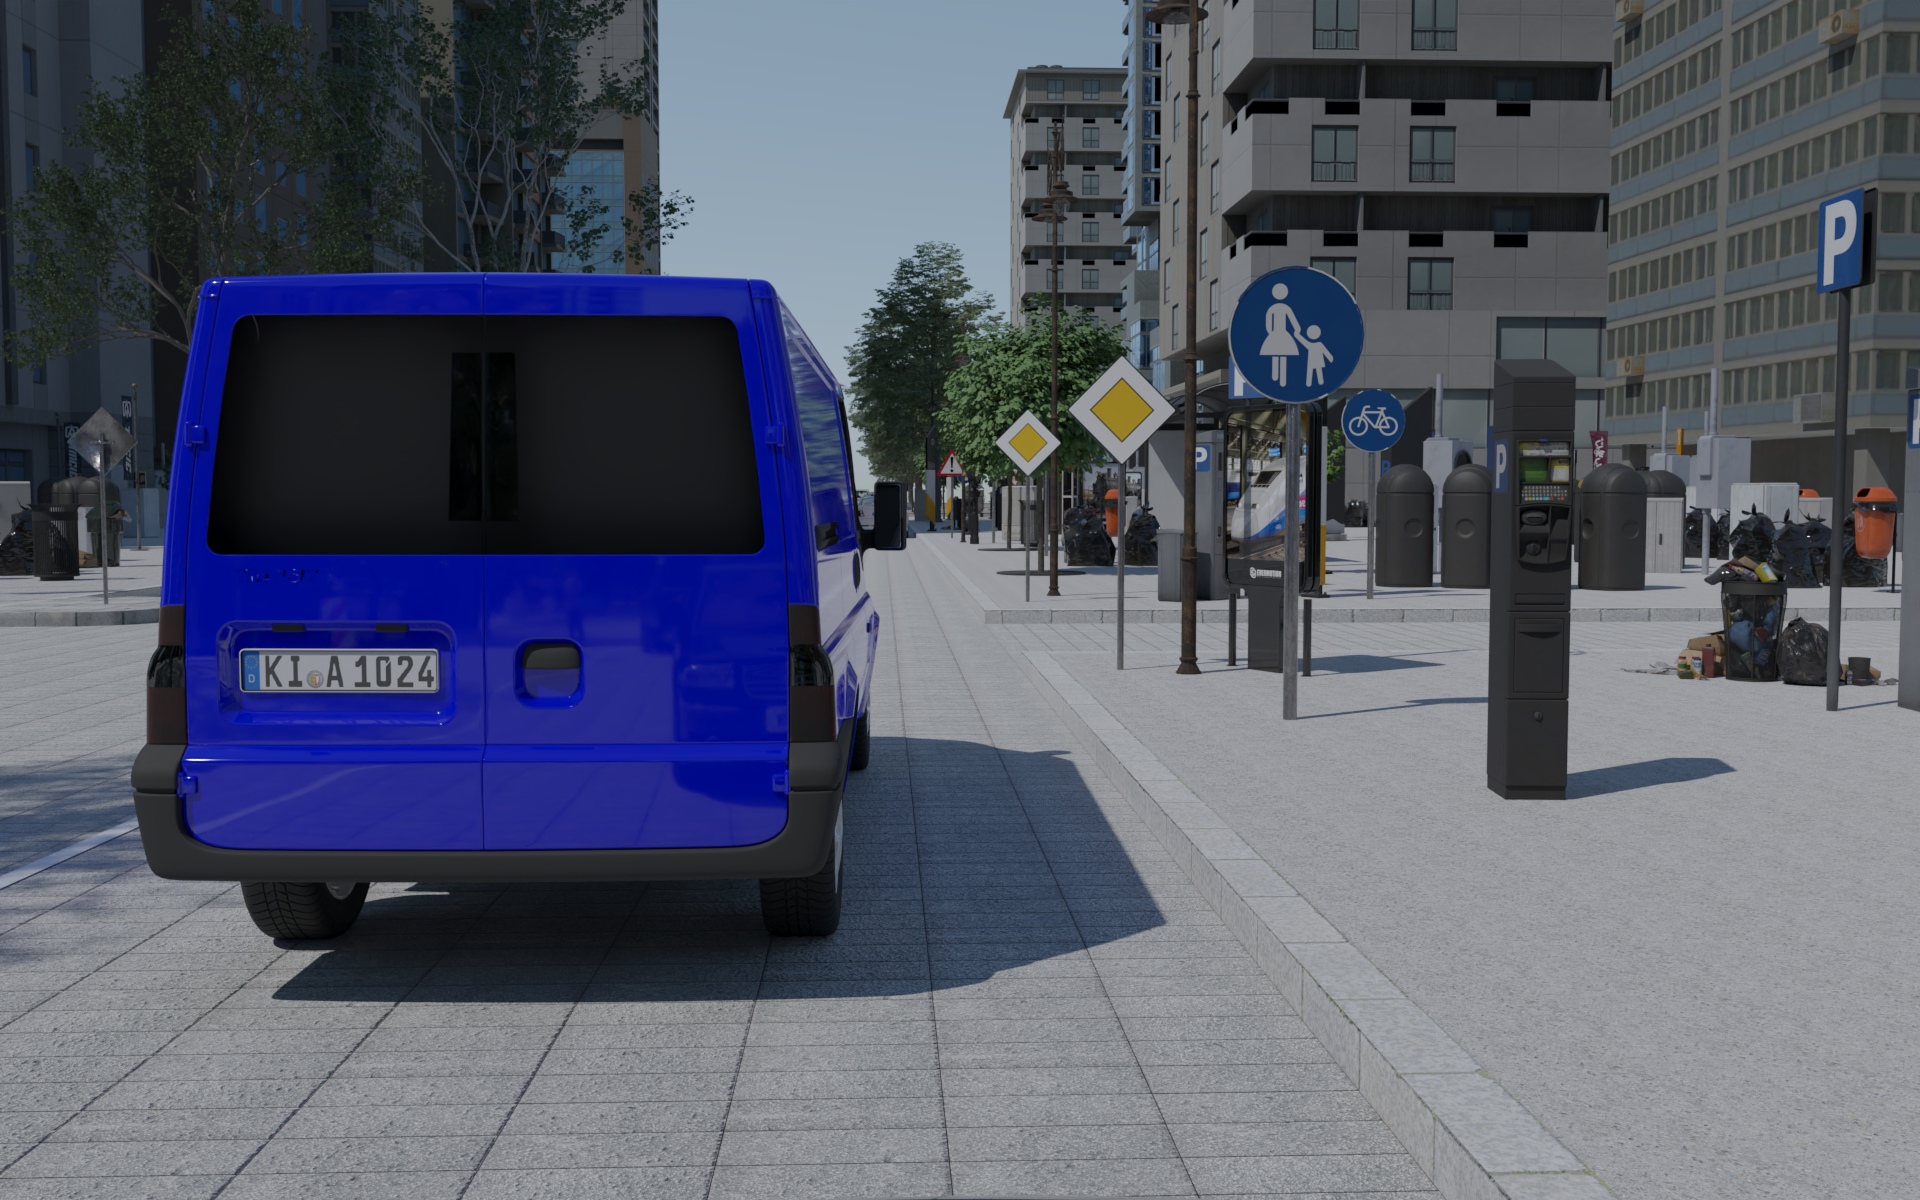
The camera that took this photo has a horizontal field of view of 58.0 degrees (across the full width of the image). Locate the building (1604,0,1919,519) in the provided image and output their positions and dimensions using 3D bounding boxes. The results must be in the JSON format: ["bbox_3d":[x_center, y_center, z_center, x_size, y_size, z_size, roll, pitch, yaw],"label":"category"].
[{"bbox_3d":[34.659,-21.933,50.488,23.993,40.220,32.217,0,4,-3],"label":"building"}]

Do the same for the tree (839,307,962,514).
[{"bbox_3d":[-2.765,-12.466,110.473,9.857,13.997,8.962,0,3,0],"label":"tree"}]

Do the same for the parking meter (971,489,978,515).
[{"bbox_3d":[0.789,-5.148,92.585,0.372,1.533,0.369,0,3,0],"label":"parking meter"}]

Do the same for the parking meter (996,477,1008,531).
[{"bbox_3d":[1.478,-3.364,60.714,0.399,1.863,0.255,0,4,4],"label":"parking meter"}]

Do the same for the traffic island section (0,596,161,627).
[{"bbox_3d":[-9.955,0.130,20.148,2.009,0.180,2.903,0,4,-3],"label":"traffic island section"}]

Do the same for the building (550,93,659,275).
[{"bbox_3d":[-42.241,-33.506,197.938,14.600,45.320,14.200,0,4,-3],"label":"building"}]

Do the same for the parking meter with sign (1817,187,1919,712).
[{"bbox_3d":[5.988,-0.848,10.130,1.738,3.016,0.543,0,4,2],"label":"parking meter with sign"}]

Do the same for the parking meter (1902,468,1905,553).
[{"bbox_3d":[18.310,-1.681,33.201,0.399,1.863,0.255,2,4,32],"label":"parking meter"}]

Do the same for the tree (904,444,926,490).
[{"bbox_3d":[-2.692,-10.748,126.094,4.360,8.622,3.978,0,3,0],"label":"tree"}]

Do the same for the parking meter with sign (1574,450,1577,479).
[{"bbox_3d":[23.276,-4.389,68.025,1.738,3.016,0.543,1,4,17],"label":"parking meter with sign"}]

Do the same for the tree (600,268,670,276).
[{"bbox_3d":[-15.396,-9.457,80.377,9.928,11.665,9.643,0,3,0],"label":"tree"}]

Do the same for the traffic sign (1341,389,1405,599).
[{"bbox_3d":[5.005,-1.282,21.061,0.768,2.556,0.104,0,4,2],"label":"traffic sign"}]

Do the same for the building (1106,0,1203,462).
[{"bbox_3d":[21.706,-50.702,141.642,22.319,86.520,31.000,0,4,-3],"label":"building"}]

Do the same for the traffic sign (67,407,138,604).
[{"bbox_3d":[-9.931,-1.006,20.087,0.795,2.450,0.064,0,4,-3],"label":"traffic sign"}]

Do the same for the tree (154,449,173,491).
[{"bbox_3d":[-28.321,-4.198,63.245,1.663,3.219,1.824,0,3,0],"label":"tree"}]

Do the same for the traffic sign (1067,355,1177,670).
[{"bbox_3d":[1.167,-0.547,12.579,0.795,2.450,0.064,0,4,-3],"label":"traffic sign"}]

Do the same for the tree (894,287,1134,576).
[{"bbox_3d":[1.367,-2.693,27.737,4.285,4.588,4.351,0,3,0],"label":"tree"}]

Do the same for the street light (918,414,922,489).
[{"bbox_3d":[-2.085,-7.429,94.250,0.468,5.910,1.993,0,4,-3],"label":"street light"}]

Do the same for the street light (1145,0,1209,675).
[{"bbox_3d":[1.633,-2.410,12.199,0.468,5.910,1.993,0,4,-3],"label":"street light"}]

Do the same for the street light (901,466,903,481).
[{"bbox_3d":[-5.679,-12.148,171.412,0.468,5.910,1.993,0,4,-3],"label":"street light"}]

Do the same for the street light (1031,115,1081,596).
[{"bbox_3d":[1.184,-2.989,21.665,0.468,5.910,1.993,0,4,-3],"label":"street light"}]

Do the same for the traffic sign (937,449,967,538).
[{"bbox_3d":[-0.232,-3.072,50.230,0.884,2.594,0.081,0,4,2],"label":"traffic sign"}]

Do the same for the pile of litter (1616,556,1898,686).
[{"bbox_3d":[5.584,0.111,12.150,1.176,0.858,1.719,-3,4,-37],"label":"pile of litter"}]

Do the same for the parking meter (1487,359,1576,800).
[{"bbox_3d":[2.418,-0.100,7.346,0.255,1.863,0.399,0,4,3],"label":"parking meter"}]

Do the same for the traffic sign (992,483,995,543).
[{"bbox_3d":[0.878,-2.752,45.108,0.768,2.556,0.104,0,4,7],"label":"traffic sign"}]

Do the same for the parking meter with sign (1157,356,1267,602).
[{"bbox_3d":[3.072,-1.521,21.137,0.543,3.016,1.738,3,5,41],"label":"parking meter with sign"}]

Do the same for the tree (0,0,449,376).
[{"bbox_3d":[-13.073,-5.857,30.179,7.601,10.594,8.767,0,4,8],"label":"tree"}]

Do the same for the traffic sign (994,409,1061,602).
[{"bbox_3d":[0.803,-1.034,20.556,0.795,2.450,0.064,0,4,-3],"label":"traffic sign"}]

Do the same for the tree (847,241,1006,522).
[{"bbox_3d":[-1.447,-9.806,78.463,7.486,12.596,7.792,0,3,0],"label":"tree"}]

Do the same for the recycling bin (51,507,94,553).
[{"bbox_3d":[-16.847,-1.253,33.039,0.722,1.027,0.722,0,4,-5],"label":"recycling bin"}]

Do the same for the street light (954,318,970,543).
[{"bbox_3d":[0.086,-4.462,45.747,0.468,5.910,1.993,0,4,-3],"label":"street light"}]

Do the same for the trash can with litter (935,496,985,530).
[{"bbox_3d":[-0.132,-3.161,62.739,1.678,1.210,2.233,-1,4,-15],"label":"trash can with litter"}]

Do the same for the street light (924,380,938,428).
[{"bbox_3d":[-1.120,-5.956,70.162,0.468,5.910,1.993,0,4,-3],"label":"street light"}]

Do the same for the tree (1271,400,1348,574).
[{"bbox_3d":[5.367,-2.036,27.890,1.663,3.219,1.824,0,3,0],"label":"tree"}]

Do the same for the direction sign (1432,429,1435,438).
[{"bbox_3d":[16.165,-4.199,60.644,0.876,3.537,0.379,2,4,25],"label":"direction sign"}]

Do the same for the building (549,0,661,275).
[{"bbox_3d":[-45.775,-47.491,214.725,20.563,71.187,20.611,0,4,-3],"label":"building"}]

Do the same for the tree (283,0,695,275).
[{"bbox_3d":[-14.574,-12.161,54.721,12.611,20.169,13.585,0,3,0],"label":"tree"}]

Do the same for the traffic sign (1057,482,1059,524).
[{"bbox_3d":[2.061,-2.249,36.770,0.884,2.594,0.081,0,4,4],"label":"traffic sign"}]

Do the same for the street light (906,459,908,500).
[{"bbox_3d":[-3.346,-9.122,121.940,0.468,5.910,1.993,0,4,-3],"label":"street light"}]

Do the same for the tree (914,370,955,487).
[{"bbox_3d":[-1.397,-9.280,102.089,4.737,8.622,4.395,0,3,0],"label":"tree"}]

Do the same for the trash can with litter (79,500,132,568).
[{"bbox_3d":[-15.067,-1.156,30.291,0.624,1.170,1.055,1,4,11],"label":"trash can with litter"}]

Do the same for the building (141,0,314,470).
[{"bbox_3d":[-37.308,-25.955,74.477,14.600,45.320,14.200,0,4,-3],"label":"building"}]

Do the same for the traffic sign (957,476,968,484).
[{"bbox_3d":[0.231,-5.208,85.256,0.768,2.556,0.104,0,4,2],"label":"traffic sign"}]

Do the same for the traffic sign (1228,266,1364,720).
[{"bbox_3d":[1.878,-0.592,9.783,0.768,2.556,0.104,0,4,-2],"label":"traffic sign"}]

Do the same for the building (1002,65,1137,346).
[{"bbox_3d":[20.449,-38.086,211.951,28.713,52.752,27.495,0,4,-3],"label":"building"}]

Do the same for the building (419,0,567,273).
[{"bbox_3d":[-42.345,-29.175,131.631,22.147,44.769,28.867,0,4,-3],"label":"building"}]

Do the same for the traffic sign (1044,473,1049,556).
[{"bbox_3d":[1.786,-2.178,35.723,0.768,2.556,0.104,0,4,1],"label":"traffic sign"}]

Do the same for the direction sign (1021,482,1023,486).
[{"bbox_3d":[2.389,-4.556,66.484,0.379,3.537,0.876,-1,4,-9],"label":"direction sign"}]

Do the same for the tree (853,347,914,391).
[{"bbox_3d":[-6.199,-21.951,214.790,12.611,20.169,13.585,0,3,0],"label":"tree"}]

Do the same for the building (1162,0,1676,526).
[{"bbox_3d":[24.982,-30.158,82.325,28.713,52.752,27.495,0,4,-3],"label":"building"}]

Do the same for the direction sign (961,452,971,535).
[{"bbox_3d":[0.297,-3.809,54.267,0.379,3.537,0.876,2,4,33],"label":"direction sign"}]

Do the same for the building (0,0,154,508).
[{"bbox_3d":[-38.203,-30.755,44.851,21.231,58.520,28.212,0,4,-3],"label":"building"}]

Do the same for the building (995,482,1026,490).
[{"bbox_3d":[19.110,-24.238,241.333,27.650,21.520,28.899,0,4,-3],"label":"building"}]

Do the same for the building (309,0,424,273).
[{"bbox_3d":[-46.595,-25.277,105.168,32.217,40.220,23.993,0,4,-3],"label":"building"}]
